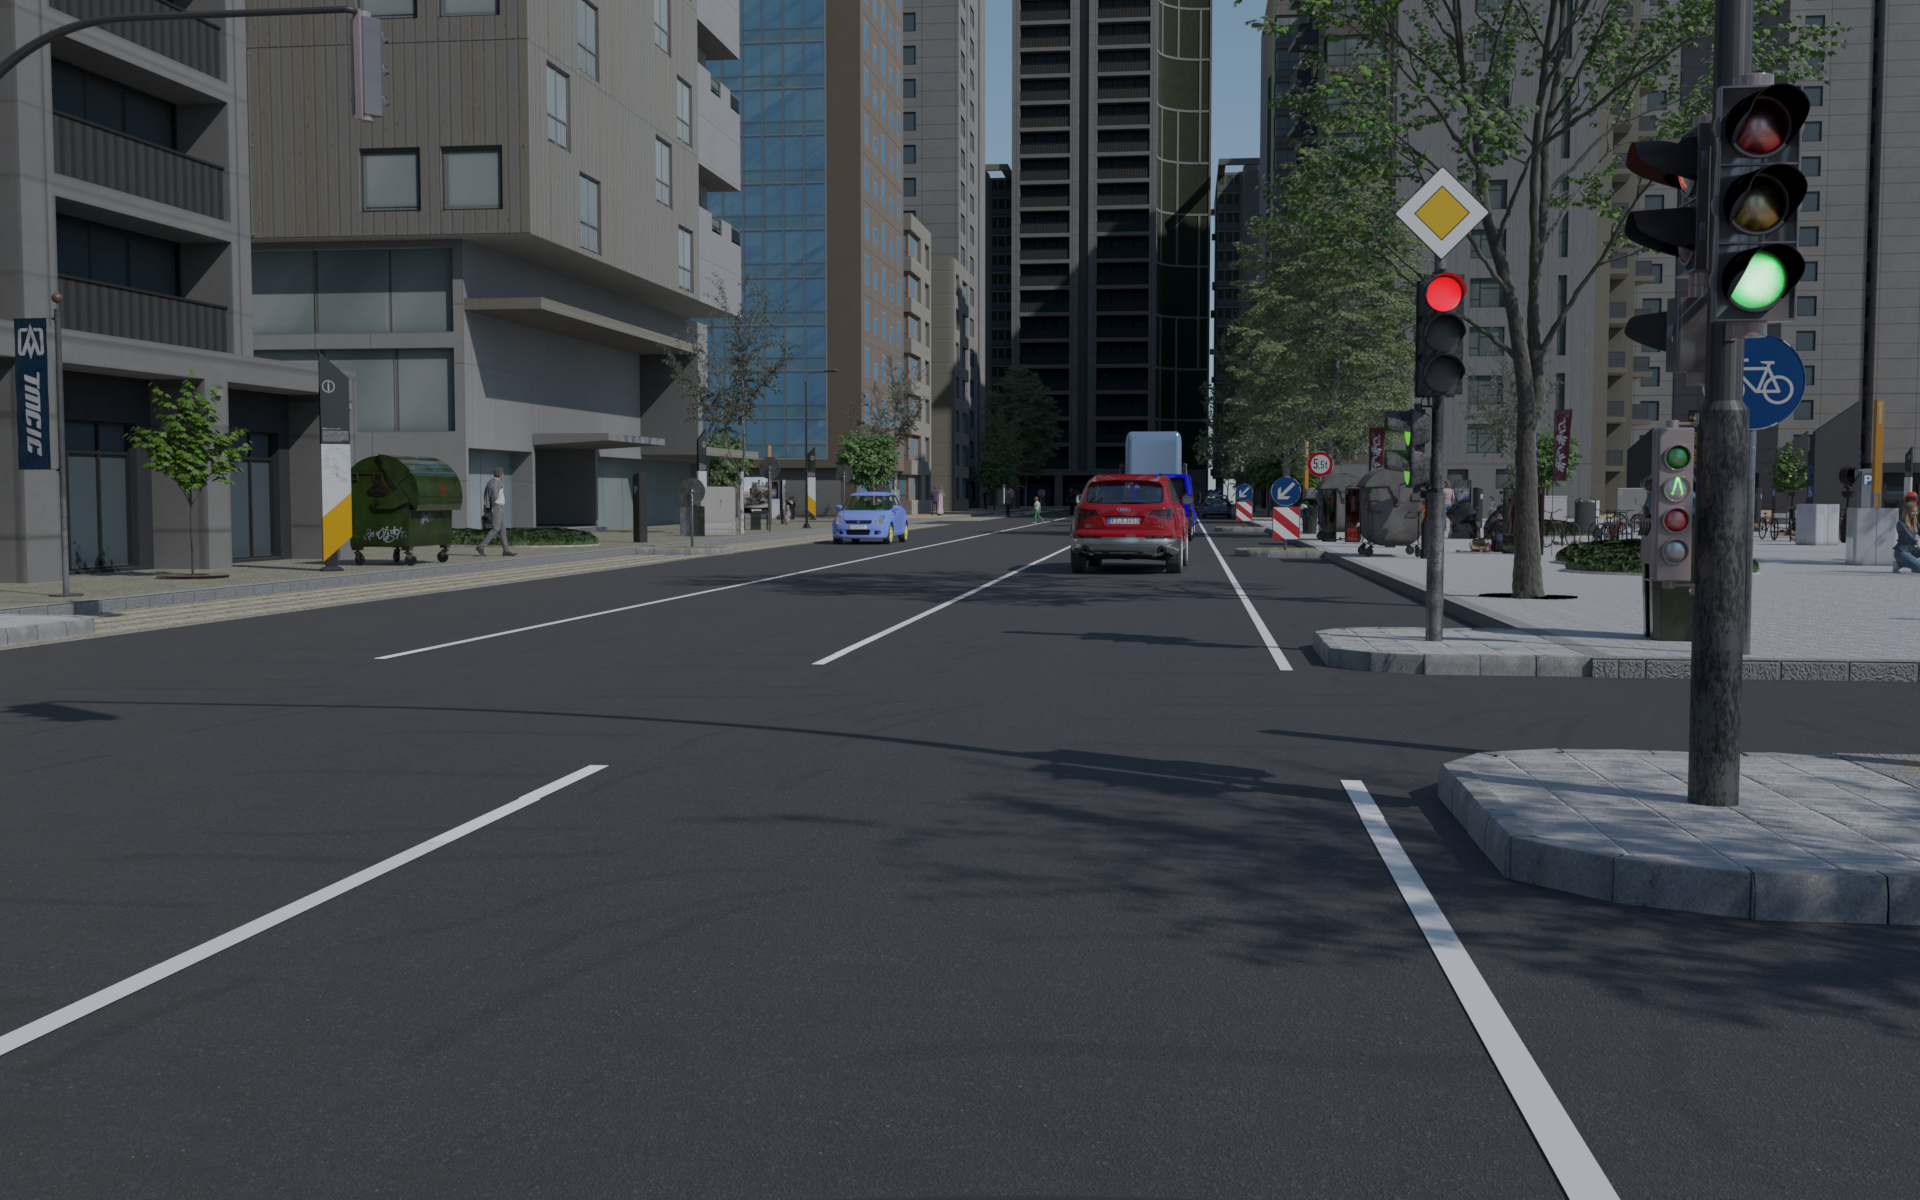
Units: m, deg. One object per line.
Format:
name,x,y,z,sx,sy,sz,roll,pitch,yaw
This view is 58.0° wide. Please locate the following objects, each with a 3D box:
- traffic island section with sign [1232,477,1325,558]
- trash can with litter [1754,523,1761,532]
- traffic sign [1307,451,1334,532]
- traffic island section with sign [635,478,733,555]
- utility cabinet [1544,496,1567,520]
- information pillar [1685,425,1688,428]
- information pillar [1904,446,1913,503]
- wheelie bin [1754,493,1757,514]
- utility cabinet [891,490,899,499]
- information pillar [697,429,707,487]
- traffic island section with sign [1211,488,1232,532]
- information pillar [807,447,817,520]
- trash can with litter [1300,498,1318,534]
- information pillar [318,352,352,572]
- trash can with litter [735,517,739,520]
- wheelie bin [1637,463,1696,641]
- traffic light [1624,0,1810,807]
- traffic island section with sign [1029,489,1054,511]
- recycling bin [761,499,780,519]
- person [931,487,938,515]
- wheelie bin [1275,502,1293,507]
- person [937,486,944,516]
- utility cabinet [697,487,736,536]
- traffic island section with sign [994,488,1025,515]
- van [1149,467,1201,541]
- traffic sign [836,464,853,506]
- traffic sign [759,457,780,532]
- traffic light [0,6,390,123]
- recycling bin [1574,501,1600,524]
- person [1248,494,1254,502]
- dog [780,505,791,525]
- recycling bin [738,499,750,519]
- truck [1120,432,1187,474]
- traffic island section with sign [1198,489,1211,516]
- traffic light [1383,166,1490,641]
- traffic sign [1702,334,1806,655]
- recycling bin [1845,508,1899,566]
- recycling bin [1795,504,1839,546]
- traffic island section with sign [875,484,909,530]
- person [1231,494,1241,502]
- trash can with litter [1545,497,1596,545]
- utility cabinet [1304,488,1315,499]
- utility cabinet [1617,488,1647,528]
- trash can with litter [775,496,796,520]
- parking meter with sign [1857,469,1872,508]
traffic island section with sign,7.384,-1.923,40.067,1.989,1.847,2.006,0,4,7
trash can with litter,27.013,-2.933,59.337,0.624,1.170,1.055,-3,4,-37
traffic sign,10.716,-3.147,51.556,0.768,2.556,0.104,1,4,12
traffic island section with sign,-6.496,-1.999,41.315,1.989,1.847,2.006,0,4,7
utility cabinet,20.849,-3.051,61.038,1.020,1.237,0.306,-1,4,-12
information pillar,21.366,-3.633,50.758,0.183,3.616,0.504,-1,4,-9
information pillar,46.397,-5.711,84.729,0.183,3.616,0.504,0,4,-8
wheelie bin,23.304,-2.673,51.618,0.980,1.594,0.693,-2,4,-27
utility cabinet,-3.815,-5.115,92.301,1.173,1.500,0.318,0,4,-3
information pillar,-9.285,-4.342,62.352,0.183,3.616,0.504,2,4,28
traffic island section with sign,10.831,-3.562,66.874,1.989,1.847,2.006,0,4,7
information pillar,-7.373,-5.769,85.671,0.504,3.616,0.183,-1,4,-21
trash can with litter,11.201,-2.716,55.791,0.624,1.170,1.055,0,4,7
information pillar,-10.389,-2.288,28.765,0.504,3.616,0.183,-2,4,-35
trash can with litter,-11.766,-4.657,87.196,1.678,1.210,2.233,-2,4,-25
wheelie bin,6.344,-0.449,15.251,0.693,1.594,0.980,1,4,10
traffic light,1.021,-1.992,7.234,4.771,5.953,1.251,0,4,7
traffic island section with sign,6.877,-8.359,145.289,1.989,1.847,2.006,0,4,7
recycling bin,-9.695,-4.641,88.436,0.722,1.027,0.722,-3,5,-40
person,-1.494,-5.964,104.470,0.541,1.710,0.530,1,4,14
wheelie bin,12.551,-3.621,67.105,0.693,1.594,0.980,0,4,0
person,-1.154,-5.920,103.500,0.551,1.740,0.621,2,4,35
utility cabinet,-7.432,-2.699,52.811,1.173,1.500,0.318,-3,4,-36
traffic island section with sign,3.409,-6.710,118.341,1.989,1.847,2.006,0,4,7
van,6.396,-3.054,54.311,2.240,2.365,5.245,1,4,9
traffic sign,-4.992,-4.556,74.602,0.768,2.556,0.104,1,4,17
traffic sign,-6.512,-3.615,59.215,0.768,2.556,0.104,1,4,17
traffic light,-7.836,-2.564,16.582,4.771,5.953,1.251,0,4,7
recycling bin,24.493,-3.372,67.693,0.722,1.027,0.722,-3,5,-43
person,23.997,-8.332,142.931,0.551,1.740,0.621,3,4,38
dog,-7.363,-3.556,72.512,0.800,0.831,0.513,-3,4,-38
recycling bin,-10.976,-4.688,89.211,0.722,1.027,0.722,1,4,15
truck,7.697,-4.841,68.904,2.967,4.110,18.799,0,4,6
traffic island section with sign,17.235,-6.605,116.615,1.989,1.847,2.006,0,4,7
traffic light,4.126,-1.597,15.029,0.839,4.253,0.868,0,4,7
traffic sign,6.275,-0.836,13.770,0.768,2.556,0.104,1,4,11
recycling bin,16.456,-1.144,31.261,0.722,1.027,0.722,1,4,16
recycling bin,21.521,-1.892,43.481,0.722,1.027,0.722,-1,4,-14
traffic island section with sign,-3.047,-3.634,68.049,1.989,1.847,2.006,0,4,7
person,21.439,-7.767,133.043,1.348,1.822,0.705,0,4,-5
trash can with litter,15.355,-1.998,43.732,2.233,1.210,1.678,0,4,4
utility cabinet,11.908,-3.084,59.099,0.318,1.500,1.173,0,4,8
utility cabinet,25.050,-3.403,64.310,1.173,1.500,0.318,2,4,25
trash can with litter,-8.725,-4.591,86.447,1.055,1.170,0.624,1,4,19
parking meter with sign,27.158,-3.420,52.181,0.543,3.016,1.738,0,3,0
